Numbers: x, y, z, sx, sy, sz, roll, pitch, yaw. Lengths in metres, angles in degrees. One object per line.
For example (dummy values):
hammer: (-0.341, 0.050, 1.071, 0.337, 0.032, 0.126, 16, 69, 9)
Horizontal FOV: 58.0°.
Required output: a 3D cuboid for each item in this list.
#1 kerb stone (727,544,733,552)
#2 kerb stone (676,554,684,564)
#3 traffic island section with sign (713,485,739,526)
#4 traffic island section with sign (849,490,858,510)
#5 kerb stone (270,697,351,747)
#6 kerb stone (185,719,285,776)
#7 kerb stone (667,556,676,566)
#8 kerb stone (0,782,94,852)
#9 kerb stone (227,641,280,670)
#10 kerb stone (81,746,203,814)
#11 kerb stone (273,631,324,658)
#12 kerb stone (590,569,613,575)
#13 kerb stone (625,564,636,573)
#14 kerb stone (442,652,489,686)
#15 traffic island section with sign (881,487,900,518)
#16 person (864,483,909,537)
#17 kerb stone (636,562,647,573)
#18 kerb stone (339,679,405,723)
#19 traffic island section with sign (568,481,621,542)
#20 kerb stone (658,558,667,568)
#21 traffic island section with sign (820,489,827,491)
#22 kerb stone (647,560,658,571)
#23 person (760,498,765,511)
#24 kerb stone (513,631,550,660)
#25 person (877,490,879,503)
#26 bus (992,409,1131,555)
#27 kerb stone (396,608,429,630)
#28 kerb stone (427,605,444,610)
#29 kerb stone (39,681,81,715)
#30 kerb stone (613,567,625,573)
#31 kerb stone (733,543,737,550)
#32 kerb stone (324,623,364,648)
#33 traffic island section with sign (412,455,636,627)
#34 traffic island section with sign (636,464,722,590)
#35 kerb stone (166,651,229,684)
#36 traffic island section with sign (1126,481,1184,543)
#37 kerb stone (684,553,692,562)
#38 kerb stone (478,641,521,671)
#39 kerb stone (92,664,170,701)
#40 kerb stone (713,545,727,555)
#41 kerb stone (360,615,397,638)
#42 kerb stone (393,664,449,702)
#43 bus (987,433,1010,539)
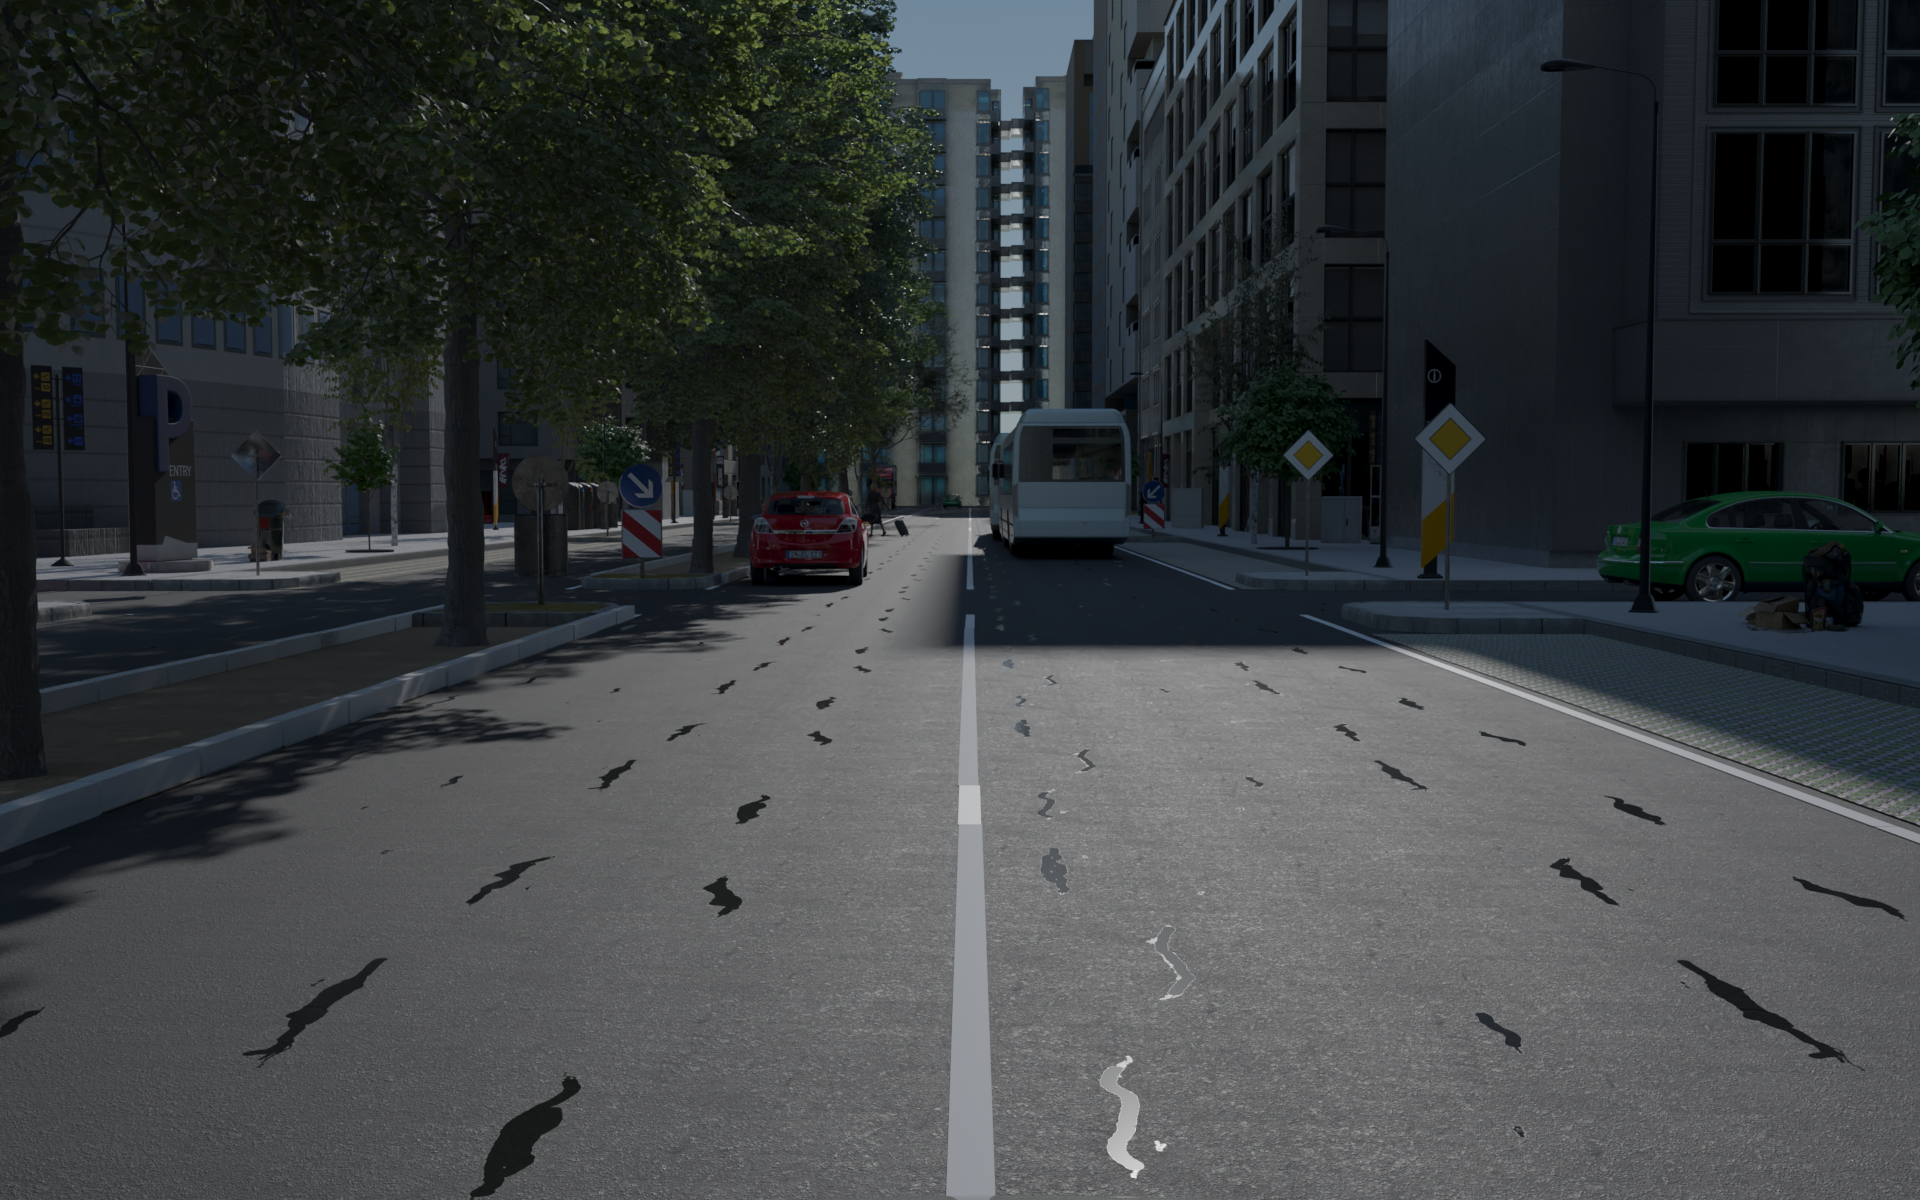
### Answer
kerb stone: (-5.792, -1.248, 42.648, 0.120, 0.150, 1.000, 0, 4, 0)
kerb stone: (-5.837, -0.811, 35.462, 0.120, 0.150, 1.000, 0, 4, 0)
traffic island section with sign: (-10.452, -4.299, 78.923, 1.989, 1.847, 2.006, 0, 4, 0)
traffic island section with sign: (-9.999, -9.086, 157.190, 1.989, 1.847, 2.006, 0, 4, 0)
kerb stone: (-3.881, 0.727, 10.313, 0.120, 0.150, 1.000, 0, 4, 0)
kerb stone: (-3.891, 0.790, 9.280, 0.120, 0.150, 1.000, 0, 4, 0)
kerb stone: (-5.844, -0.748, 34.440, 0.120, 0.150, 1.000, 0, 4, 0)
kerb stone: (-3.900, 0.916, 7.222, 0.120, 0.150, 1.000, 0, 4, 0)
kerb stone: (-5.957, 0.482, 14.454, 0.120, 0.150, 1.000, 0, 4, 0)
kerb stone: (-3.901, 0.853, 8.248, 0.120, 0.150, 1.000, 0, 4, 0)
kerb stone: (-5.954, 0.411, 15.479, 0.120, 0.150, 1.000, 0, 4, 0)
kerb stone: (-5.877, -0.374, 28.303, 0.120, 0.150, 1.000, 0, 4, 0)
kerb stone: (-5.876, -0.496, 30.350, 0.120, 0.150, 1.000, 0, 4, 0)
kerb stone: (-3.863, 0.539, 13.389, 0.120, 0.150, 1.000, 0, 4, 0)
traffic island section with sign: (-4.394, -5.744, 102.046, 2.006, 1.907, 1.989, 0, 4, 0)
person: (-2.531, -3.040, 58.419, 1.509, 1.804, 0.699, 2, 4, 25)
kerb stone: (-5.861, -0.561, 31.372, 0.120, 0.150, 1.000, 0, 4, 0)
kerb stone: (-3.873, 0.664, 11.335, 0.120, 0.150, 1.000, 0, 4, 0)
traffic island section with sign: (-10.613, -2.646, 51.890, 1.989, 1.847, 2.006, 0, 4, 0)
kerb stone: (-5.855, -0.686, 33.418, 0.120, 0.150, 1.000, 0, 4, 0)
traffic island section with sign: (-10.157, -7.368, 129.102, 1.989, 1.847, 2.006, 0, 4, 0)
kerb stone: (-5.852, -0.624, 32.395, 0.120, 0.150, 1.000, 0, 4, 0)
person: (-8.657, -3.854, 76.182, 0.373, 1.253, 0.362, 0, 4, -8)
kerb stone: (-3.854, 0.414, 15.433, 0.120, 0.150, 1.000, 0, 4, 0)
person: (-6.601, -7.796, 136.700, 1.217, 1.736, 0.721, 2, 4, 34)
bus: (2.397, -3.003, 43.963, 2.948, 3.499, 13.247, 0, 4, 0)
kerb stone: (-5.933, 0.223, 18.544, 0.120, 0.150, 1.000, 0, 4, 0)
kerb stone: (-5.936, 0.161, 19.578, 0.120, 0.150, 1.000, 0, 4, 0)
kerb stone: (-5.982, 0.663, 11.372, 0.120, 0.150, 1.000, 0, 4, 0)
kerb stone: (-5.876, -0.431, 29.328, 0.120, 0.150, 1.000, 0, 4, 0)
kerb stone: (-5.798, -1.308, 43.670, 0.120, 0.150, 1.000, 0, 4, 0)
kerb stone: (-5.944, 0.355, 16.501, 0.120, 0.150, 1.000, 0, 4, 0)
traffic island section with sign: (-4.876, -0.695, 19.502, 2.006, 1.907, 1.989, 0, 4, 0)
traffic island section with sign: (-4.823, -1.148, 26.909, 2.006, 1.907, 1.989, 0, 4, 0)
kerb stone: (-5.967, 0.540, 13.432, 0.120, 0.150, 1.000, 0, 4, 0)
traffic island section with sign: (5.604, -2.640, 51.786, 1.989, 1.847, 2.006, 0, 4, 0)
kerb stone: (-5.833, -0.874, 36.491, 0.120, 0.150, 1.000, 0, 4, 0)
kerb stone: (-3.862, 0.476, 14.411, 0.120, 0.150, 1.000, 0, 4, 0)
kerb stone: (-5.972, 0.599, 12.410, 0.120, 0.150, 1.000, 0, 4, 0)
kerb stone: (-5.799, -1.188, 41.625, 0.120, 0.150, 1.000, 0, 4, 0)
kerb stone: (-5.944, 0.289, 17.523, 0.120, 0.150, 1.000, 0, 4, 0)
kerb stone: (-3.880, 0.601, 12.362, 0.120, 0.150, 1.000, 0, 4, 0)
bus: (2.325, -3.893, 58.510, 2.948, 3.499, 13.247, 0, 4, 1)
